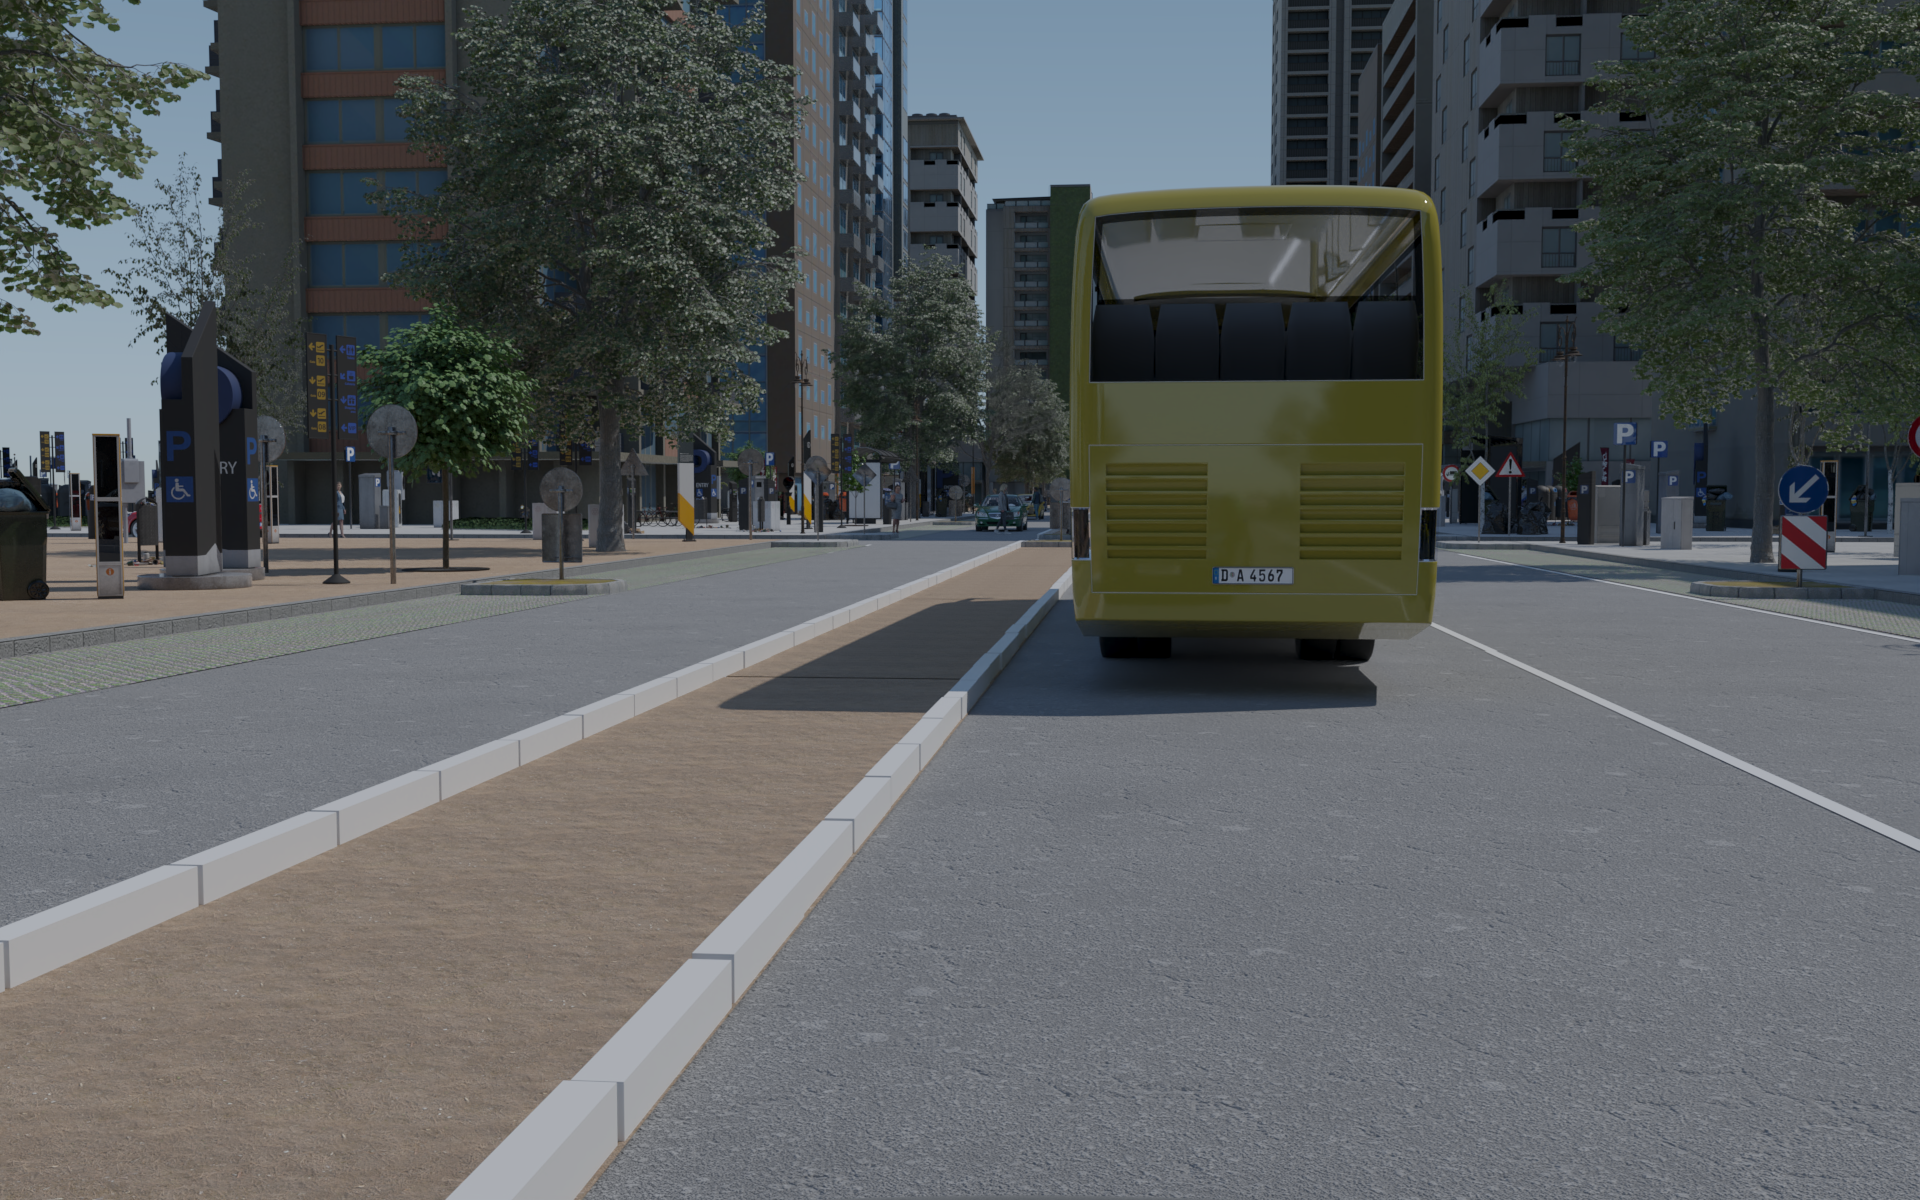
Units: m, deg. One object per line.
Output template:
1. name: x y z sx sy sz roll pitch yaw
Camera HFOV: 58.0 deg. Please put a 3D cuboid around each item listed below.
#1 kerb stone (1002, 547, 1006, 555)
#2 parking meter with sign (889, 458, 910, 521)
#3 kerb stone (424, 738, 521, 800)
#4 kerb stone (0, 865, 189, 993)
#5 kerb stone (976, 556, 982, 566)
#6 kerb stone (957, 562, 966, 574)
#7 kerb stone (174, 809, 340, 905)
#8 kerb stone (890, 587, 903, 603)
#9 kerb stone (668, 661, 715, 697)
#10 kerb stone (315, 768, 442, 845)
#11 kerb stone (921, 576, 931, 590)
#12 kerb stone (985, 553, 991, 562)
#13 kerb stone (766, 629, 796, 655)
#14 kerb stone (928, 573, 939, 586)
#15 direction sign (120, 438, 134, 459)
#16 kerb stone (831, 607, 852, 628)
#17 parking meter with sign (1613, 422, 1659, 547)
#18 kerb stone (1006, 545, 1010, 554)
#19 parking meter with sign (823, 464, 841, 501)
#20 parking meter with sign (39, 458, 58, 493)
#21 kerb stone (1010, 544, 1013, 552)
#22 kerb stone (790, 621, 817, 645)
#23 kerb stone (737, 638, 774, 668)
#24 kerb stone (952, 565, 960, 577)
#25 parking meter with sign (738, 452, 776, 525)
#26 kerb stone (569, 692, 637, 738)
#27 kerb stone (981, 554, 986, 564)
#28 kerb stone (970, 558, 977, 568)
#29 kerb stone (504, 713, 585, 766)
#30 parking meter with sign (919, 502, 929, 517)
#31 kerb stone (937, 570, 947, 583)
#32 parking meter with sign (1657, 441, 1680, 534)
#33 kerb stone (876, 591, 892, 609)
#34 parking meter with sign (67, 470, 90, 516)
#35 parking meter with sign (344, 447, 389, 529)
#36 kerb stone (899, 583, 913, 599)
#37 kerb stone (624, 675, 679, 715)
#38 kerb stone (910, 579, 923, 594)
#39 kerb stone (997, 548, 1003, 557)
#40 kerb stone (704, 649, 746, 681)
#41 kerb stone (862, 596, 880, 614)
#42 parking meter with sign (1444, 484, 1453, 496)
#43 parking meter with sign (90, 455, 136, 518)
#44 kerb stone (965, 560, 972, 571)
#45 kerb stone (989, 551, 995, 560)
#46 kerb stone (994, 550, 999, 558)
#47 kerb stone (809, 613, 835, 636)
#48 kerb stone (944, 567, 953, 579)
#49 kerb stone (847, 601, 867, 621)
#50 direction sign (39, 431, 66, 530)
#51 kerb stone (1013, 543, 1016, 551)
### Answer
1. kerb stone: 0.916 -1.098 40.147 0.120 0.150 1.000 0 4 6
2. parking meter with sign: -2.942 -5.374 84.134 0.543 3.016 1.738 1 4 14
3. kerb stone: -2.415 0.837 8.545 0.120 0.150 1.000 0 4 6
4. kerb stone: -2.740 1.022 5.483 0.120 0.150 1.000 0 4 6
5. kerb stone: 0.273 -0.724 34.034 0.120 0.150 1.000 0 4 6
6. kerb stone: -0.048 -0.534 30.967 0.120 0.150 1.000 0 4 6
7. kerb stone: -2.627 0.960 6.498 0.120 0.150 1.000 0 4 6
8. kerb stone: -0.910 -0.033 22.814 0.120 0.150 1.000 0 4 6
9. kerb stone: -1.982 0.587 12.611 0.120 0.150 1.000 0 4 6
10. kerb stone: -2.522 0.897 7.523 0.120 0.150 1.000 0 4 6
11. kerb stone: -0.592 -0.221 25.869 0.120 0.150 1.000 0 4 6
12. kerb stone: 0.485 -0.848 36.068 0.120 0.150 1.000 0 4 6
13. kerb stone: -1.664 0.404 15.671 0.120 0.150 1.000 0 4 6
14. kerb stone: -0.483 -0.287 26.887 0.120 0.150 1.000 0 4 6
15. direction sign: -33.619 -4.749 69.646 0.876 3.537 0.379 0 4 7
16. kerb stone: -1.340 0.212 18.736 0.120 0.150 1.000 0 4 6
17. parking meter with sign: 16.668 -2.850 42.853 0.543 3.016 1.738 3 4 36
18. kerb stone: 1.025 -1.159 41.163 0.120 0.150 1.000 0 4 6
19. parking meter with sign: -7.656 -6.423 101.278 0.543 3.016 1.738 -3 4 -38
20. parking meter with sign: -43.454 -5.233 81.822 0.543 3.016 1.738 0 4 5
21. kerb stone: 1.135 -1.214 42.180 0.120 0.150 1.000 0 4 6
22. kerb stone: -1.556 0.340 16.699 0.120 0.150 1.000 0 4 6
23. kerb stone: -1.763 0.461 14.651 0.120 0.150 1.000 0 4 6
24. kerb stone: -0.154 -0.474 29.941 0.120 0.150 1.000 0 4 6
25. parking meter with sign: -8.459 -4.627 71.915 0.543 3.016 1.738 3 5 39
26. kerb stone: -2.195 0.711 10.577 0.120 0.150 1.000 0 4 6
27. kerb stone: 0.380 -0.786 35.052 0.120 0.150 1.000 0 4 6
28. kerb stone: 0.160 -0.662 33.013 0.120 0.150 1.000 0 4 6
29. kerb stone: -2.306 0.776 9.561 0.120 0.150 1.000 0 4 6
30. parking meter with sign: -2.599 -6.205 97.718 1.738 3.016 0.543 0 4 6
31. kerb stone: -0.369 -0.344 27.905 0.120 0.150 1.000 0 4 6
32. parking meter with sign: 22.823 -3.643 55.823 0.543 3.016 1.738 0 4 0
33. kerb stone: -1.016 0.025 21.788 0.120 0.150 1.000 0 4 6
34. parking meter with sign: -47.850 -6.011 94.546 1.738 3.016 0.543 0 4 -4
35. parking meter with sign: -21.663 -4.116 63.565 1.738 3.016 0.543 1 4 16
36. kerb stone: -0.803 -0.100 23.836 0.120 0.150 1.000 0 4 6
37. kerb stone: -2.090 0.648 11.593 0.120 0.150 1.000 0 4 6
38. kerb stone: -0.696 -0.162 24.852 0.120 0.150 1.000 0 4 6
39. kerb stone: 0.808 -1.036 39.131 0.120 0.150 1.000 0 4 6
40. kerb stone: -1.879 0.524 13.632 0.120 0.150 1.000 0 4 6
41. kerb stone: -1.127 0.087 20.769 0.120 0.150 1.000 0 4 6
42. parking meter with sign: 28.837 -6.616 104.434 1.738 3.016 0.543 2 4 31
43. parking meter with sign: -37.804 -4.965 77.441 1.738 3.016 0.543 0 4 6
44. kerb stone: 0.057 -0.599 31.996 0.120 0.150 1.000 0 4 6
45. kerb stone: 0.597 -0.911 37.091 0.120 0.150 1.000 0 4 6
46. kerb stone: 0.696 -0.973 38.108 0.120 0.150 1.000 0 4 6
47. kerb stone: -1.451 0.274 17.719 0.120 0.150 1.000 0 4 6
48. kerb stone: -0.269 -0.411 28.926 0.120 0.150 1.000 0 4 6
49. kerb stone: -1.228 0.149 19.751 0.120 0.150 1.000 0 4 6
50. direction sign: -32.714 -4.312 62.499 0.379 3.537 0.876 2 4 35
51. kerb stone: 1.245 -1.284 43.196 0.120 0.150 1.000 0 4 6
